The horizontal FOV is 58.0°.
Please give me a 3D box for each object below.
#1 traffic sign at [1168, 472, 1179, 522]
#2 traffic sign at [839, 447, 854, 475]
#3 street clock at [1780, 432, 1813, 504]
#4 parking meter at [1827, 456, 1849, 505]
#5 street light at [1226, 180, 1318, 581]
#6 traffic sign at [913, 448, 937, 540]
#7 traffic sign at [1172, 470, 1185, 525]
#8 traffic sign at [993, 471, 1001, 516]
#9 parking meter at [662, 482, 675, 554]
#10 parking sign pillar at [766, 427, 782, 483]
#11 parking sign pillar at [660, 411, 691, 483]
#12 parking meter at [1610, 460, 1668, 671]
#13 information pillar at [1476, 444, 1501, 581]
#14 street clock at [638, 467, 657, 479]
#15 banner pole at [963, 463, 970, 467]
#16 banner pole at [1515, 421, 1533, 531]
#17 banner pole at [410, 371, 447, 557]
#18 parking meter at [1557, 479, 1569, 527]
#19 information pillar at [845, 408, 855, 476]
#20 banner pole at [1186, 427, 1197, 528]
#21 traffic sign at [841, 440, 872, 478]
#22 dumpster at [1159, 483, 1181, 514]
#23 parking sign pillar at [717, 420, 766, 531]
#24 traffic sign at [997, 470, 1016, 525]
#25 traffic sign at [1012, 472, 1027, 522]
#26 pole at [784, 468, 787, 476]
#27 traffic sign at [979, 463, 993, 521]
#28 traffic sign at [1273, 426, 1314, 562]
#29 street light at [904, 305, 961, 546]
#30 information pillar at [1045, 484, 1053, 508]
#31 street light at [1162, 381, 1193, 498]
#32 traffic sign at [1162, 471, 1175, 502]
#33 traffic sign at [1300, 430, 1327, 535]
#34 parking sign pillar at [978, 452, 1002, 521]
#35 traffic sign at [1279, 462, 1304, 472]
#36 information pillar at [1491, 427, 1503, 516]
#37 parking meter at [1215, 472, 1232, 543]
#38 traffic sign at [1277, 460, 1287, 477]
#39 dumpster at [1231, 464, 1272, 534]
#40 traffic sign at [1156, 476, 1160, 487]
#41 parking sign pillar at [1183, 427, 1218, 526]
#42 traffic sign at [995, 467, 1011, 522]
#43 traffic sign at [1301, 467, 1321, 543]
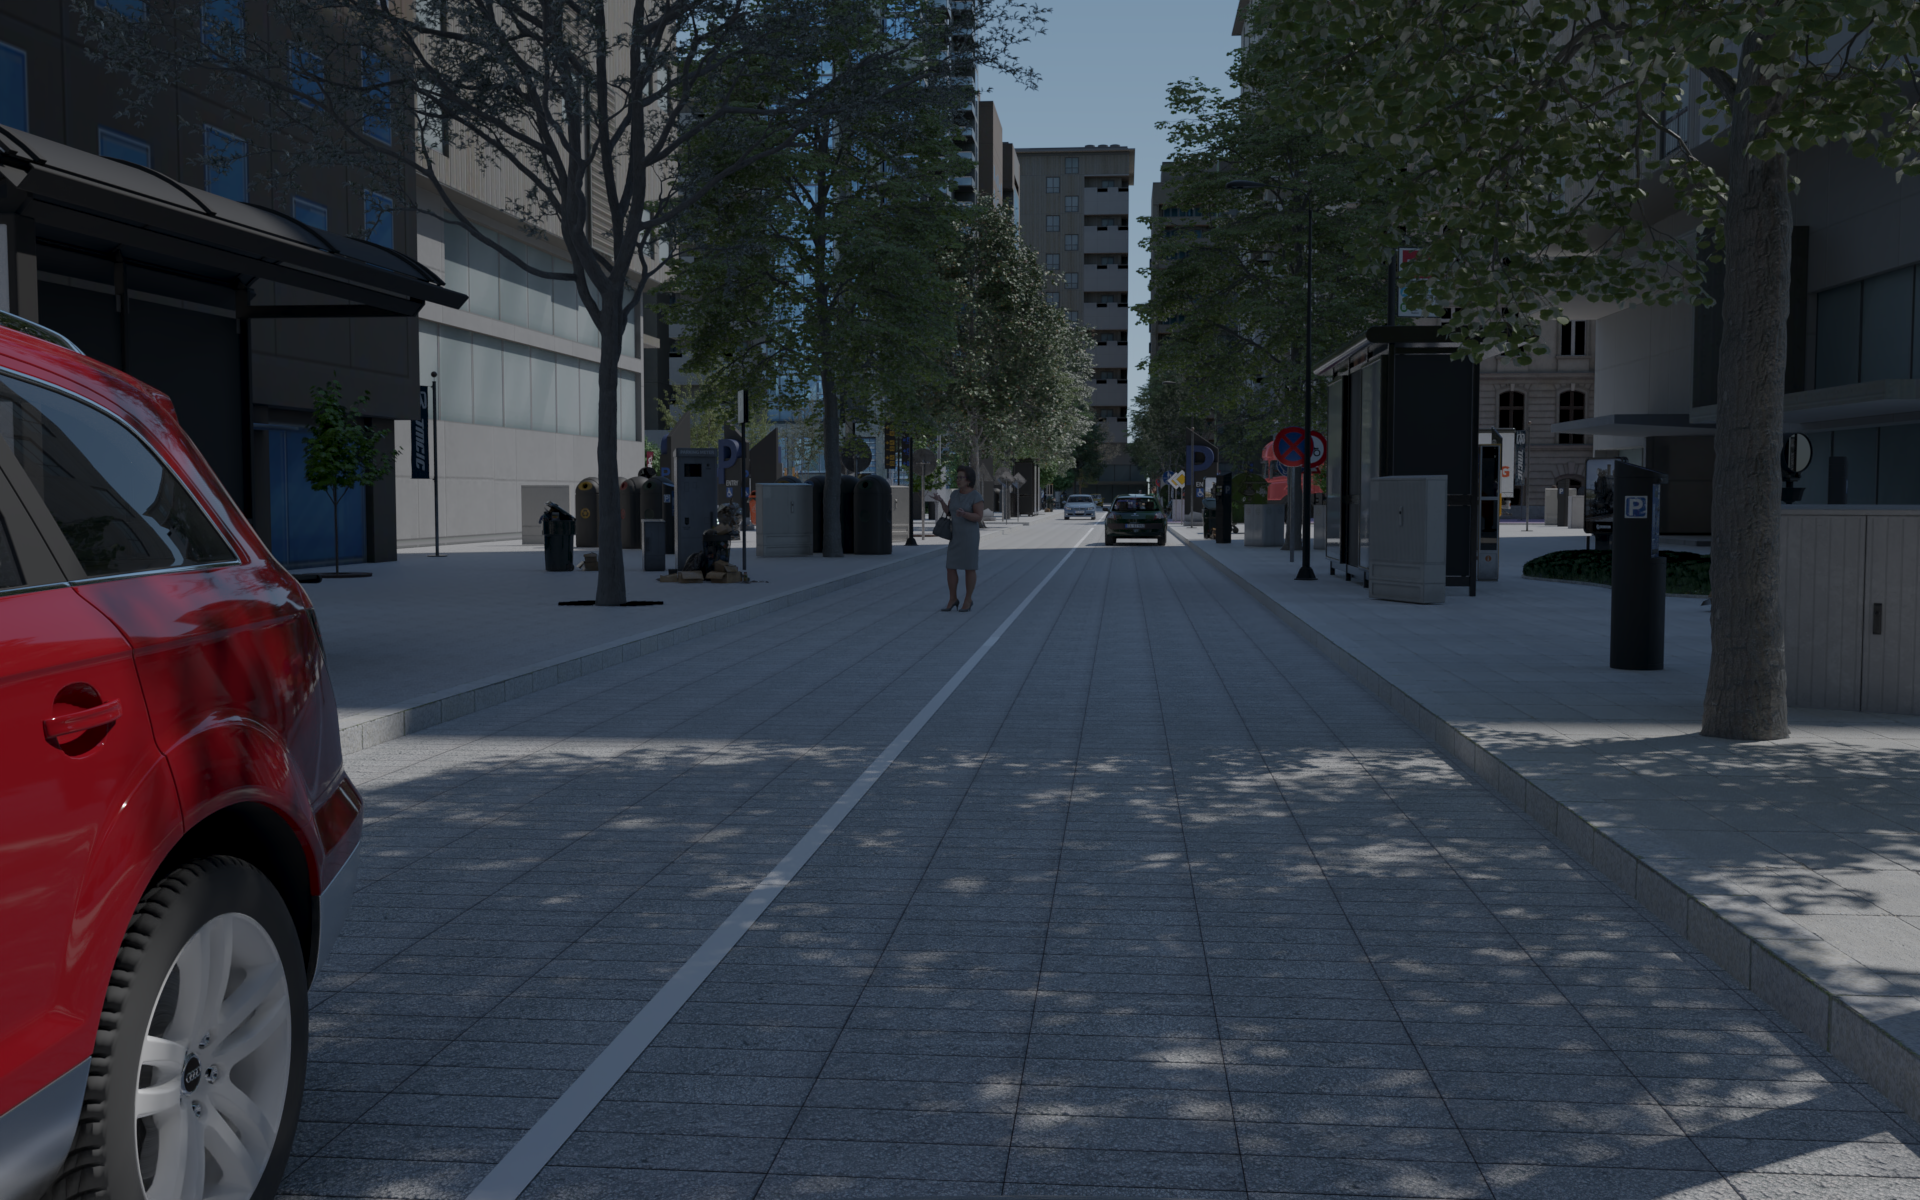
[{"bbox_3d":[9.900,-4.633,79.394,0.795,2.450,0.064,0,4,5],"label":"traffic sign"},{"bbox_3d":[-2.978,-2.777,45.505,0.768,2.556,0.104,1,4,11],"label":"traffic sign"},{"bbox_3d":[9.808,-0.974,20.499,0.471,2.002,0.358,-1,4,-22],"label":"street clock"},{"bbox_3d":[13.699,-1.305,27.054,0.255,1.863,0.399,2,4,31],"label":"parking meter"},{"bbox_3d":[4.630,-3.255,25.756,1.470,5.913,1.316,0,4,5],"label":"street light"},{"bbox_3d":[-1.026,-2.941,48.190,0.768,2.556,0.104,0,4,6],"label":"traffic sign"},{"bbox_3d":[9.151,-4.147,71.444,0.795,2.450,0.064,0,4,5],"label":"traffic sign"},{"bbox_3d":[1.900,-6.056,99.017,0.884,2.594,0.081,1,4,10],"label":"traffic sign"},{"bbox_3d":[-6.165,-1.749,37.001,0.372,1.533,0.369,0,3,0],"label":"parking meter"},{"bbox_3d":[-7.883,-5.015,70.470,1.447,3.967,1.447,2,4,29],"label":"parking sign pillar"},{"bbox_3d":[-9.081,-4.086,55.271,1.447,3.967,1.447,1,4,19],"label":"parking sign pillar"},{"bbox_3d":[4.986,-0.263,12.718,0.372,1.533,0.369,0,3,0],"label":"parking meter"},{"bbox_3d":[7.779,-1.286,25.516,0.304,2.012,0.304,1,4,11],"label":"information pillar"},{"bbox_3d":[-8.328,-2.546,46.205,0.471,2.002,0.358,-2,4,-29],"label":"street clock"},{"bbox_3d":[0.382,-5.559,80.905,0.863,3.779,0.401,0,4,6],"label":"banner pole"},{"bbox_3d":[19.432,-4.264,59.733,0.401,3.779,0.863,-2,4,-24],"label":"banner pole"},{"bbox_3d":[-10.845,-2.764,35.217,0.401,3.779,0.863,2,4,32],"label":"banner pole"},{"bbox_3d":[23.650,-3.806,67.938,0.255,1.863,0.399,-2,4,-31],"label":"parking meter"},{"bbox_3d":[-2.992,-3.414,47.177,0.183,3.616,0.504,-2,4,-29],"label":"information pillar"},{"bbox_3d":[8.746,-4.603,65.282,0.401,3.779,0.863,0,4,6],"label":"banner pole"},{"bbox_3d":[-2.443,-2.485,40.734,0.768,2.556,0.104,1,4,14],"label":"traffic sign"},{"bbox_3d":[13.646,-6.696,111.973,1.502,2.255,1.985,0,4,5],"label":"dumpster"},{"bbox_3d":[-7.969,-4.439,61.052,1.447,3.967,1.447,-3,5,-44],"label":"parking sign pillar"},{"bbox_3d":[1.941,-4.190,72.142,0.795,2.450,0.064,0,4,5],"label":"traffic sign"},{"bbox_3d":[2.690,-4.676,80.092,0.795,2.450,0.064,0,4,5],"label":"traffic sign"},{"bbox_3d":[-13.594,-8.641,135.125,0.158,3.312,0.155,0,3,0],"label":"pole"},{"bbox_3d":[0.955,-4.433,72.484,0.884,2.594,0.081,1,4,13],"label":"traffic sign"},{"bbox_3d":[6.257,-1.985,32.566,0.768,2.556,0.104,1,4,9],"label":"traffic sign"},{"bbox_3d":[-0.675,-4.298,42.815,1.470,5.913,1.316,0,4,5],"label":"street light"},{"bbox_3d":[6.612,-7.520,127.447,0.304,2.012,0.304,-2,4,-34],"label":"information pillar"},{"bbox_3d":[9.023,-6.047,71.407,1.470,5.913,1.316,0,4,5],"label":"street light"},{"bbox_3d":[11.407,-5.767,94.395,0.768,2.556,0.104,1,4,12],"label":"traffic sign"},{"bbox_3d":[6.967,-2.108,34.576,0.768,2.556,0.104,1,4,8],"label":"traffic sign"},{"bbox_3d":[1.009,-5.744,82.382,1.447,3.967,1.447,3,5,40],"label":"parking sign pillar"},{"bbox_3d":[8.584,-2.718,44.542,0.768,2.556,0.104,1,4,14],"label":"traffic sign"},{"bbox_3d":[18.534,-4.192,59.886,0.183,3.616,0.504,-2,4,-25],"label":"information pillar"},{"bbox_3d":[6.864,-2.410,45.117,0.399,1.863,0.255,-3,5,-39],"label":"parking meter"},{"bbox_3d":[9.775,-3.137,51.398,0.768,2.556,0.104,0,4,6],"label":"traffic sign"},{"bbox_3d":[9.421,-3.324,56.844,1.502,2.255,1.985,0,4,6],"label":"dumpster"},{"bbox_3d":[14.225,-7.491,122.576,0.768,2.556,0.104,1,4,14],"label":"traffic sign"},{"bbox_3d":[9.661,-4.944,69.302,1.447,3.967,1.447,1,4,16],"label":"parking sign pillar"},{"bbox_3d":[1.999,-4.930,80.716,0.768,2.556,0.104,1,4,12],"label":"traffic sign"},{"bbox_3d":[9.037,-2.784,45.518,0.884,2.594,0.081,1,4,13],"label":"traffic sign"}]
